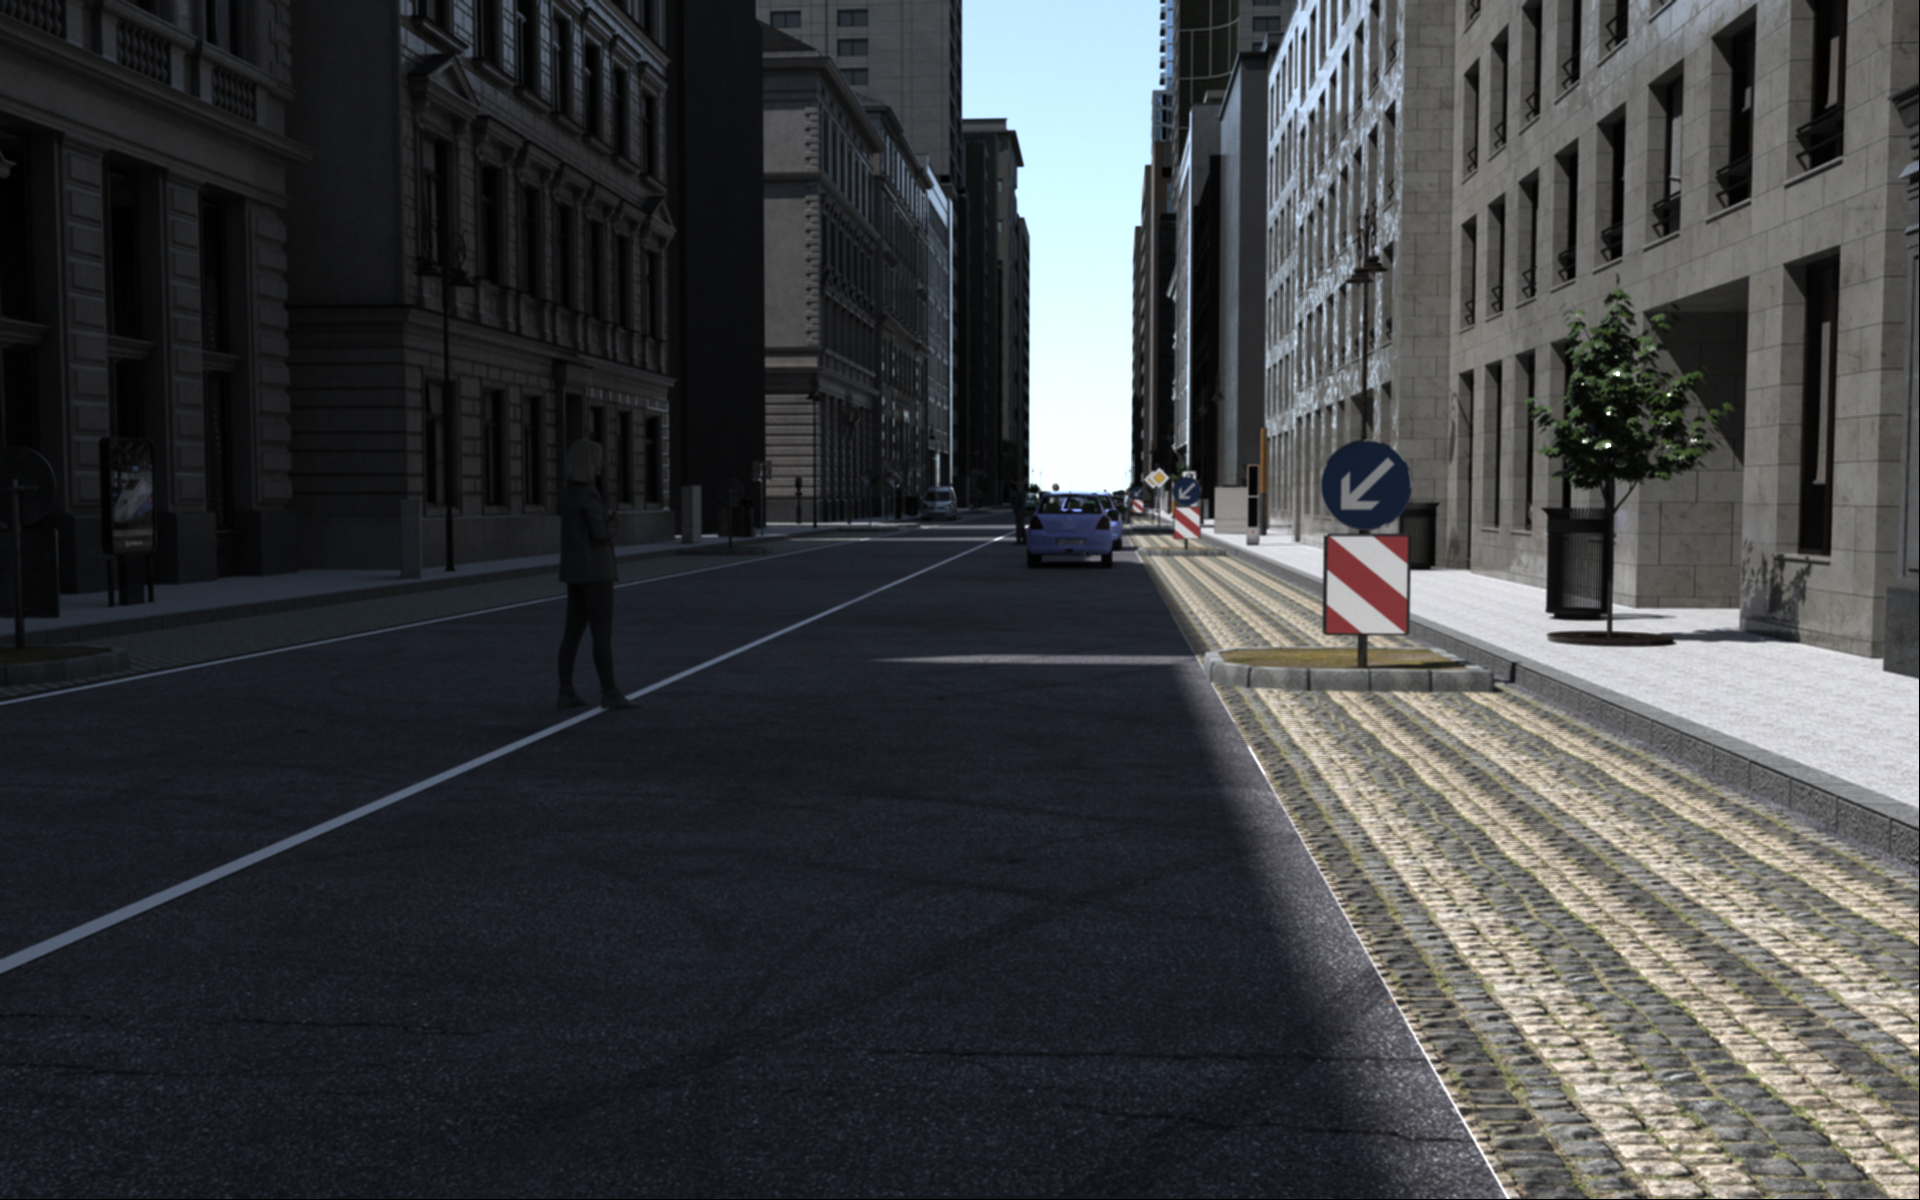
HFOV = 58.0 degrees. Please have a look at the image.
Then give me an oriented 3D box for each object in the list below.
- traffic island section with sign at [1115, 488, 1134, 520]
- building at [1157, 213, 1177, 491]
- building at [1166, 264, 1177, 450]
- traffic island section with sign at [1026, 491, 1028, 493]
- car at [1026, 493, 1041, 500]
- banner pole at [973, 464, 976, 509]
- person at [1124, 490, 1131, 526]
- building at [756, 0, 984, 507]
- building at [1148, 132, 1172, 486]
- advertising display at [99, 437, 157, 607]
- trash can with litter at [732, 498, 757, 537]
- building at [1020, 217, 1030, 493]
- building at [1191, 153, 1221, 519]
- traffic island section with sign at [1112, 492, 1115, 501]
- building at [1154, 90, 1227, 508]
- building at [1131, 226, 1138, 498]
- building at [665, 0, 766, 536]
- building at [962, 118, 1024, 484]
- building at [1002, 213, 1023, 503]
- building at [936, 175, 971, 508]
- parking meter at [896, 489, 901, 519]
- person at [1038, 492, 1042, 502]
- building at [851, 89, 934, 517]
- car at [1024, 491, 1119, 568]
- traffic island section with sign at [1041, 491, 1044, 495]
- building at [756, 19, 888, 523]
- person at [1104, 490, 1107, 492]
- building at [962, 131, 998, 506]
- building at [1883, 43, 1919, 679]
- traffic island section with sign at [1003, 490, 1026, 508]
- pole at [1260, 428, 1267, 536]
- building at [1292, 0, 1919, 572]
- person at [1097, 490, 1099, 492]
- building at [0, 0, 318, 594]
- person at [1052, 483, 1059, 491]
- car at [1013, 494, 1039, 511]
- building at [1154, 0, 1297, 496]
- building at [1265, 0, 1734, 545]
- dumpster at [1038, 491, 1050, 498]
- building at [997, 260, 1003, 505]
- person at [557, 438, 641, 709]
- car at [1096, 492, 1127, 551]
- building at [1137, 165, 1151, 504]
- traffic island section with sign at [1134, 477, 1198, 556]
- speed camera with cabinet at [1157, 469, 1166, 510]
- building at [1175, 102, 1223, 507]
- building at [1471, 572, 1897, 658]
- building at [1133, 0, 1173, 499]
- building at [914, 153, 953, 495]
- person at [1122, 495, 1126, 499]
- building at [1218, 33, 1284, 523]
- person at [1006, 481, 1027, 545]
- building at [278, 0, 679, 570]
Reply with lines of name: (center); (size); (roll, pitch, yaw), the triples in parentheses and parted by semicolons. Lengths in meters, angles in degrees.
traffic island section with sign: (9.650, -5.290, 95.114); (1.989, 1.847, 2.006); (0, 4, 5)
building: (27.495, -24.946, 179.576); (14.160, 30.474, 14.107); (0, 4, 5)
building: (22.380, -18.337, 135.973); (11.583, 22.565, 21.152); (0, 4, 5)
traffic island section with sign: (7.561, -11.701, 199.938); (1.989, 1.847, 2.006); (0, 4, 5)
car: (5.471, -7.964, 139.259); (2.155, 1.783, 4.494); (0, 4, 3)
banner pole: (1.194, -9.441, 144.382); (0.401, 3.779, 0.863); (1, 4, 21)
person: (7.481, -4.088, 77.148); (0.330, 1.601, 0.589); (2, 4, 24)
building: (-8.127, -44.928, 172.821); (20.563, 71.187, 20.611); (0, 4, 5)
building: (30.670, -34.506, 214.284); (14.600, 45.320, 14.200); (0, 4, 5)
advertising display: (-9.622, -0.908, 20.066); (0.123, 1.923, 0.974); (0, 4, 4)
trash can with litter: (-6.408, -2.457, 51.554); (0.624, 1.170, 1.055); (0, 4, 4)
building: (0.416, -40.541, 286.548); (21.300, 48.544, 21.600); (0, 4, 5)
building: (19.521, -16.296, 96.123); (12.332, 23.373, 15.834); (0, 4, 5)
traffic island section with sign: (11.866, -6.933, 121.979); (1.989, 1.847, 2.006); (0, 4, 5)
building: (34.253, -28.568, 158.971); (32.217, 40.220, 23.993); (0, 4, 5)
building: (40.074, -40.982, 293.749); (21.300, 48.544, 21.600); (0, 4, 5)
building: (-15.723, -14.047, 59.340); (15.834, 23.373, 12.332); (0, 4, 5)
building: (-5.751, -40.272, 247.683); (28.713, 52.752, 27.495); (0, 4, 5)
building: (2.478, -37.822, 268.500); (14.600, 45.320, 14.200); (0, 4, 5)
building: (-6.579, -23.538, 156.552); (14.160, 30.474, 14.107); (0, 4, 5)
parking meter: (-3.182, -4.893, 88.404); (0.372, 1.533, 0.369); (0, 3, 0)
person: (11.683, -14.835, 251.856); (0.445, 1.727, 0.742); (3, 4, 37)
building: (-8.968, -18.988, 107.713); (12.463, 27.353, 25.104); (0, 4, 5)
car: (2.239, -1.554, 34.997); (1.945, 1.707, 3.694); (0, 4, 4)
traffic island section with sign: (14.387, -16.773, 282.860); (1.989, 1.847, 2.006); (0, 4, 5)
building: (-10.252, -15.688, 85.379); (11.050, 23.489, 19.941); (0, 4, 5)
person: (12.810, -8.814, 152.606); (0.705, 1.824, 1.348); (-1, 4, -16)
building: (-3.211, -31.016, 190.707); (14.154, 41.232, 14.086); (0, 4, 5)
building: (10.640, -9.390, 2.678); (9.793, 20.994, 18.267); (0, 4, 5)
traffic island section with sign: (5.329, -10.042, 172.817); (1.989, 1.847, 2.006); (0, 4, 5)
pole: (9.391, -3.652, 53.558); (0.158, 3.312, 0.155); (0, 3, 0)
building: (13.503, -11.187, 37.660); (10.420, 20.320, 16.860); (0, 4, 5)
person: (14.891, -10.966, 187.654); (0.709, 1.838, 0.599); (2, 4, 23)
building: (-16.319, -11.611, 18.713); (11.050, 23.489, 19.941); (0, 4, 5)
person: (2.862, -2.697, 53.086); (0.515, 1.767, 0.782); (0, 4, 5)
car: (5.183, -7.689, 134.506); (1.959, 1.807, 4.718); (0, 4, 7)
building: (32.344, -46.310, 195.424); (20.563, 71.187, 20.611); (0, 4, 5)
building: (15.672, -12.209, 54.368); (10.420, 20.320, 16.860); (0, 4, 5)
dumpster: (12.795, -15.504, 261.702); (1.865, 1.857, 1.264); (0, 4, 6)
building: (-2.294, -26.561, 205.977); (14.160, 30.474, 14.107); (0, 4, 5)
person: (-2.463, -0.183, 11.670); (0.526, 1.800, 0.537); (-1, 4, -23)
car: (3.387, -2.179, 45.213); (1.945, 1.707, 3.694); (0, 4, 6)
building: (36.080, -37.768, 241.205); (21.300, 48.544, 21.600); (0, 4, 5)
traffic island section with sign: (5.163, -1.952, 40.543); (1.989, 1.847, 2.006); (0, 4, 5)
speed camera with cabinet: (16.036, -8.719, 136.889); (0.660, 3.252, 2.038); (1, 4, 18)
building: (20.750, -18.132, 114.483); (12.078, 24.808, 19.932); (0, 4, 5)
building: (12.967, -10.157, 20.819); (10.420, 20.320, 16.860); (0, 4, 5)
building: (38.316, -58.320, 266.201); (22.319, 86.520, 31.000); (0, 4, 5)
building: (-7.420, -19.130, 130.794); (12.078, 24.808, 19.932); (0, 4, 5)
person: (16.197, -9.751, 168.641); (0.721, 1.743, 1.217); (-2, 4, -33)
building: (27.351, -15.896, 78.969); (30.058, 24.678, 14.314); (0, 4, 5)
person: (1.622, -2.463, 48.947); (0.590, 1.801, 0.661); (0, 4, -8)
building: (-13.240, -10.618, 38.237); (10.561, 19.102, 19.286); (0, 4, 5)
